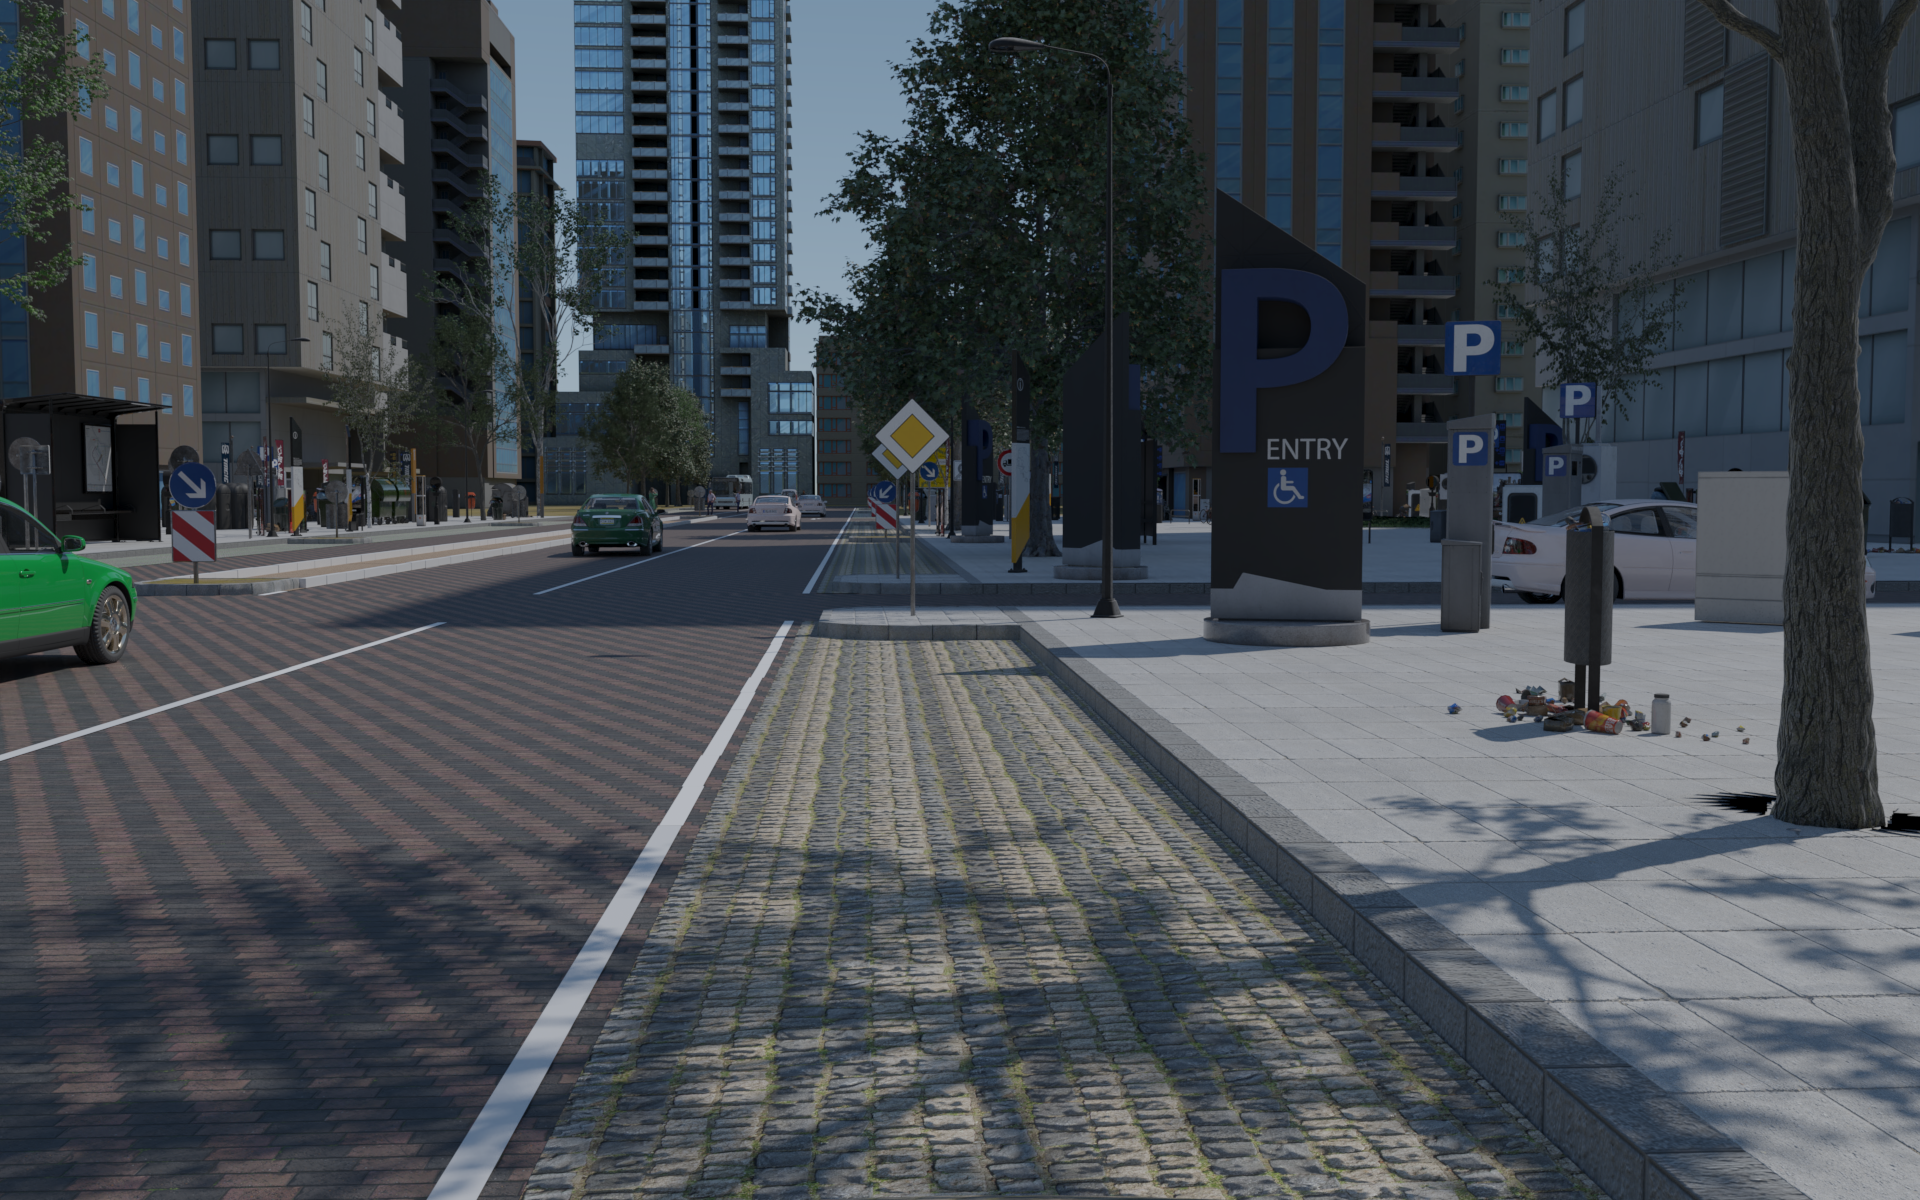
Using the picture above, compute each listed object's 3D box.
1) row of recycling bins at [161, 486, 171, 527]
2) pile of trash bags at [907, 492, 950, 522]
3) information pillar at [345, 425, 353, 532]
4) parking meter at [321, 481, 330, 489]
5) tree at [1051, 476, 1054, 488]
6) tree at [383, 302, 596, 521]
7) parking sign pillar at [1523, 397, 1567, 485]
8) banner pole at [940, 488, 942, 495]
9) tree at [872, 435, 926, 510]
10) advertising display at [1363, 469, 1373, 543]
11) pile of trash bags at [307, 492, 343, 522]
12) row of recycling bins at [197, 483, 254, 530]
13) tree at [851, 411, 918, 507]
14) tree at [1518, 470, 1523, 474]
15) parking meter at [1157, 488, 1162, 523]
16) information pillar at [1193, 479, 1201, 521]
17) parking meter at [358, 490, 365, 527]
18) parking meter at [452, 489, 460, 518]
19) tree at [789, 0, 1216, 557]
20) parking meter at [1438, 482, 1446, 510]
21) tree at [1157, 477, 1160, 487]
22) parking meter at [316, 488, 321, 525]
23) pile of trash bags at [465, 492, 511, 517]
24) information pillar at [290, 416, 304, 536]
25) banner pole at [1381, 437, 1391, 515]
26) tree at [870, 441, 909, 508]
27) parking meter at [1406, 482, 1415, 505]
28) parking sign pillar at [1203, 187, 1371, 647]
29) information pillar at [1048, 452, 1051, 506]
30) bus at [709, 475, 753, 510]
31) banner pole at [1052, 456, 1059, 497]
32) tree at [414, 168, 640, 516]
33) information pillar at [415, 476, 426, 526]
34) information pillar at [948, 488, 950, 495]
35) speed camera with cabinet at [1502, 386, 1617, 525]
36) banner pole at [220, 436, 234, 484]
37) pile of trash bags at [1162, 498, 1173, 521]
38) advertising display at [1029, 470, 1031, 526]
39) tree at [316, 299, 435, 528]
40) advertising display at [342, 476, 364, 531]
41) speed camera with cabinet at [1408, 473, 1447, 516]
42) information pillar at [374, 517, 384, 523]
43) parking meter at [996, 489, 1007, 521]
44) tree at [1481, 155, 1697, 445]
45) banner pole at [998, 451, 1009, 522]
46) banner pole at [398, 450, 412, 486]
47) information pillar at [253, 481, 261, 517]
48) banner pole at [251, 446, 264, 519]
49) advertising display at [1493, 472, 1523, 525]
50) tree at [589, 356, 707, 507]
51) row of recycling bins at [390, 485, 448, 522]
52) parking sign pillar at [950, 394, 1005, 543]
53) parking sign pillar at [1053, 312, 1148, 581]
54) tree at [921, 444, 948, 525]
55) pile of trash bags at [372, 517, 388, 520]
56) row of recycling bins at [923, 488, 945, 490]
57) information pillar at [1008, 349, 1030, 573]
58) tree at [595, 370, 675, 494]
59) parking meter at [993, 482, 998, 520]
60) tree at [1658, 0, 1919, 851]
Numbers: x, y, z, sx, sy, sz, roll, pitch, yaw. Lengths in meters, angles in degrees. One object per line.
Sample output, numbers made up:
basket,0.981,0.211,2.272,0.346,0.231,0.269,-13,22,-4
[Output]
row of recycling bins,-30.811,-3.638,66.600,3.534,1.692,1.069,-2,4,-30
pile of trash bags,-0.752,-4.247,79.183,3.447,1.369,1.912,1,4,12
information pillar,-20.728,-4.122,58.746,0.183,3.616,0.504,-2,4,-28
parking meter,-28.546,-4.417,77.928,0.399,1.863,0.255,-2,4,-28
tree,4.516,-6.270,97.108,1.663,3.219,1.824,0,3,0
tree,-23.238,-9.146,83.941,8.767,10.594,7.601,-2,4,-28
parking sign pillar,16.337,-3.658,48.283,1.447,3.967,1.447,-2,4,-24
banner pole,-0.779,-5.737,83.822,0.401,3.779,0.863,-3,4,-38
tree,-4.656,-11.529,138.857,4.360,8.622,3.978,0,3,0
advertising display,10.222,-2.433,45.001,0.974,1.923,0.123,0,4,8
pile of trash bags,-29.539,-4.327,80.497,1.912,1.369,3.447,-1,4,-11
row of recycling bins,-26.684,-3.404,62.776,1.069,1.692,3.534,0,4,5
tree,-6.376,-16.626,178.490,9.857,13.997,8.962,0,3,0
tree,25.686,-5.044,77.075,1.663,3.219,1.824,0,3,0
parking meter,8.686,-4.130,75.942,0.372,1.533,0.369,0,3,0
information pillar,11.264,-4.767,82.436,0.304,2.012,0.304,2,4,27
parking meter,-23.608,-3.654,68.150,0.372,1.533,0.369,0,3,0
parking meter,-27.416,-5.248,94.215,0.372,1.533,0.369,0,3,0
tree,1.567,-7.232,35.245,9.611,12.733,9.660,0,3,0
parking meter,24.243,-4.977,87.087,0.255,1.863,0.399,-1,4,-18
tree,8.114,-5.161,78.980,1.663,3.219,1.824,0,3,0
parking meter,-26.514,-3.884,71.920,0.372,1.533,0.369,0,3,0
pile of trash bags,-26.225,-5.390,97.873,3.447,1.369,1.912,-2,4,-27
information pillar,-20.129,-3.743,52.551,0.183,3.616,0.504,1,4,13
banner pole,18.617,-5.251,75.871,0.401,3.779,0.863,-1,4,-20
tree,-5.116,-14.058,164.268,7.601,10.594,8.767,1,4,18
parking meter,25.944,-5.770,100.053,0.399,1.863,0.255,2,4,33
parking sign pillar,2.867,-1.630,15.116,1.447,3.967,1.447,1,4,12
information pillar,3.497,-4.910,71.635,0.504,3.616,0.183,1,4,18
bus,-21.485,-10.303,163.308,2.948,3.499,13.247,0,4,-1
banner pole,4.940,-6.135,90.329,0.401,3.779,0.863,2,4,33
tree,-25.320,-15.020,101.460,12.611,20.169,13.585,0,3,0
information pillar,-21.402,-3.930,68.740,0.304,2.012,0.304,0,4,-1
information pillar,-0.370,-5.518,81.575,0.504,3.616,0.183,1,4,10
speed camera with cabinet,11.101,-2.312,32.139,0.660,3.252,2.038,-3,4,-38
banner pole,-31.260,-5.140,74.062,0.401,3.779,0.863,1,4,22
pile of trash bags,8.865,-4.474,82.903,1.912,1.369,3.447,2,4,27
advertising display,1.886,-2.536,46.678,0.974,1.923,0.123,-3,4,-36
tree,-22.132,-7.009,64.955,4.360,8.622,3.978,0,3,0
advertising display,-21.184,-3.381,60.486,0.974,1.923,0.123,2,4,31
speed camera with cabinet,20.932,-5.034,76.637,2.038,3.252,0.660,2,4,26
information pillar,-25.992,-4.464,77.473,0.304,2.012,0.304,1,4,21
parking meter,1.865,-4.488,81.785,0.372,1.533,0.369,0,3,0
tree,13.796,-5.379,38.312,4.360,8.622,3.978,0,3,0
banner pole,2.041,-5.505,80.028,0.401,3.779,0.863,3,5,43
banner pole,-28.775,-6.095,89.674,0.863,3.779,0.401,0,4,2
information pillar,-38.689,-5.556,95.327,0.304,2.012,0.304,1,4,19
banner pole,-36.693,-6.143,90.454,0.863,3.779,0.401,-1,4,-12
advertising display,16.088,-2.808,51.120,0.974,1.923,0.123,2,4,28
tree,-26.314,-13.887,144.053,9.611,12.733,9.660,0,3,0
row of recycling bins,-25.308,-4.512,80.883,3.534,1.692,1.069,2,4,31
parking sign pillar,0.463,-3.504,45.756,1.447,3.967,1.447,1,4,21
parking sign pillar,2.146,-2.313,26.287,1.447,3.967,1.447,-3,5,-39
tree,-0.793,-7.361,70.714,4.737,8.622,4.395,0,3,0
pile of trash bags,-28.664,-4.607,85.073,3.447,1.369,1.912,0,4,-4
row of recycling bins,-0.955,-5.208,92.258,1.069,1.692,3.534,3,5,41
information pillar,0.983,-2.257,28.249,0.183,3.616,0.504,2,4,30
tree,-25.378,-12.045,131.343,8.767,10.594,7.601,0,4,6
parking meter,1.702,-4.913,86.030,0.255,1.863,0.399,1,4,20
tree,3.415,-4.948,6.650,9.928,11.665,9.643,0,3,0
